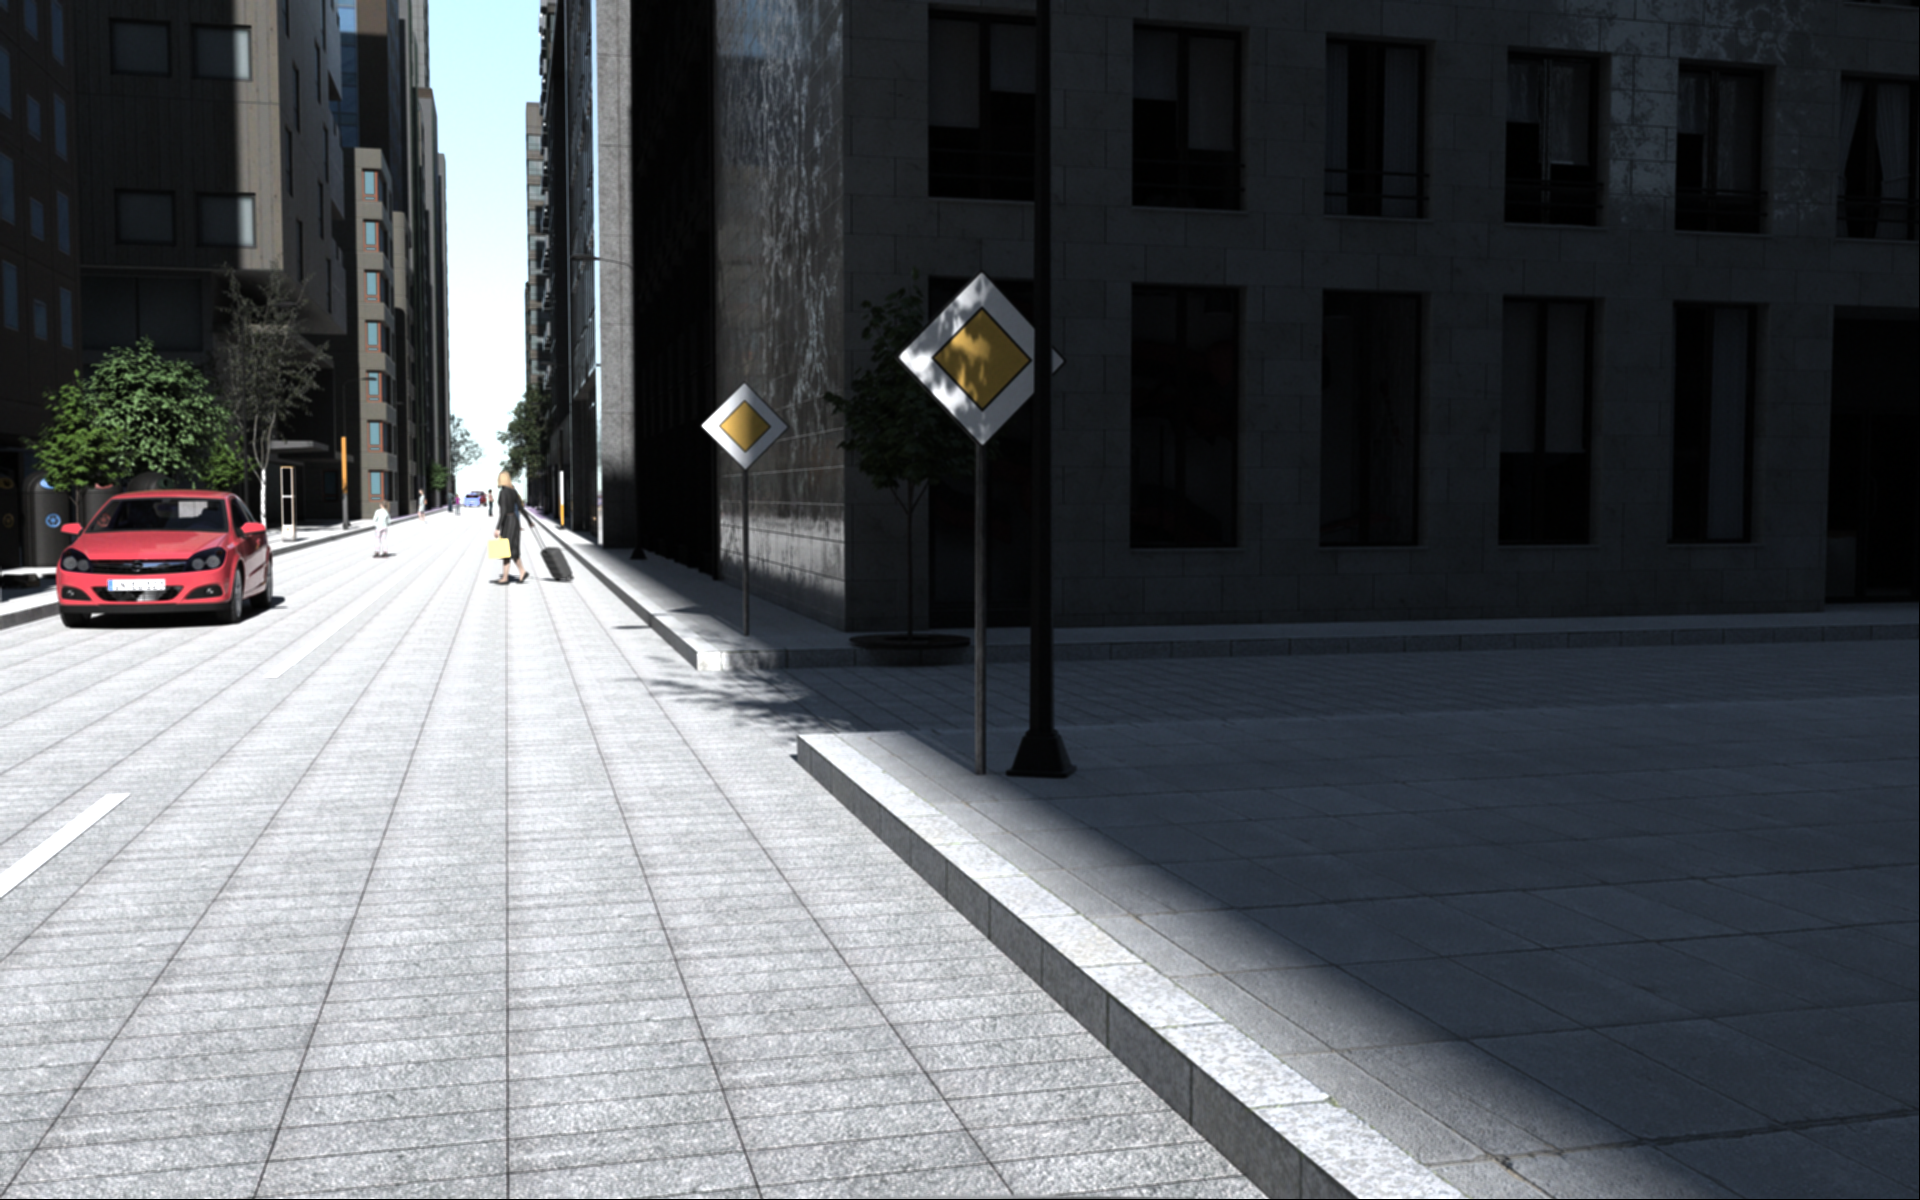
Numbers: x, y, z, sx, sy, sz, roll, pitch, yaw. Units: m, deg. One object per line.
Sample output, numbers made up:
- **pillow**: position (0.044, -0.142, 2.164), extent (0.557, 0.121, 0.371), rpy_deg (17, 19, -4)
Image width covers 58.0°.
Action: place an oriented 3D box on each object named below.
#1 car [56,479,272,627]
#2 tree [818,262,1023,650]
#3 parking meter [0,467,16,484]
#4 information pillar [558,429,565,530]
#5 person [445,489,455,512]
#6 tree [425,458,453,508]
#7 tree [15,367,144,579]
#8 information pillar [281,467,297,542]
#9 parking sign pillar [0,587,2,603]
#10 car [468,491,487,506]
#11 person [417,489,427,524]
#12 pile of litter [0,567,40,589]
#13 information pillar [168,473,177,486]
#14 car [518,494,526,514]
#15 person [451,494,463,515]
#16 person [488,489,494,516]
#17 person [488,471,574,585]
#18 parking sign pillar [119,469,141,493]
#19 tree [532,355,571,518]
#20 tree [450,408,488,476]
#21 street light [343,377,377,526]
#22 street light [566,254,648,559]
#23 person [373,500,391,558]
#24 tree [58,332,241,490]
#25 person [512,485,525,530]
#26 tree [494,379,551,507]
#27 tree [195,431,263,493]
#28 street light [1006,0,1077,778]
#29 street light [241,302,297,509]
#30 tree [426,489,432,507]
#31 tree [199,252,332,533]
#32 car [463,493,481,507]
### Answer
- **car**: position (-9.176, -0.682, 20.187), extent (2.155, 1.783, 4.494), rpy_deg (-1, 4, -15)
- **tree**: position (-0.414, -1.220, 14.542), extent (1.663, 3.219, 1.824), rpy_deg (0, 3, 0)
- **parking meter**: position (-19.562, -1.820, 35.467), extent (0.399, 1.863, 0.255), rpy_deg (0, 4, -6)
- **information pillar**: position (-14.433, -4.359, 62.631), extent (0.183, 3.616, 0.504), rpy_deg (-1, 4, -23)
- **person**: position (-40.911, -7.983, 139.106), extent (1.350, 1.814, 0.705), rpy_deg (2, 4, 32)
- **tree**: position (-48.314, -10.731, 159.171), extent (4.285, 4.588, 4.351), rpy_deg (0, 3, 0)
- **tree**: position (-13.510, -1.952, 26.511), extent (1.663, 3.219, 1.824), rpy_deg (0, 3, 0)
- **information pillar**: position (-18.021, -2.569, 46.493), extent (0.304, 2.012, 0.304), rpy_deg (0, 4, -7)
- **parking sign pillar**: position (-12.016, -1.935, 20.108), extent (1.447, 3.967, 1.447), rpy_deg (0, 4, 4)
- **car**: position (-56.186, -11.807, 201.714), extent (2.281, 1.827, 5.304), rpy_deg (-1, 4, -14)
- **person**: position (-26.249, -4.586, 84.481), extent (0.522, 1.701, 0.512), rpy_deg (-1, 4, -20)
- **pile of litter**: position (-13.406, -0.612, 23.974), extent (1.176, 0.858, 1.719), rpy_deg (-2, 4, -35)
- **information pillar**: position (-25.422, -3.138, 55.793), extent (0.304, 2.012, 0.304), rpy_deg (-1, 4, -8)
- **car**: position (-32.984, -7.170, 127.460), extent (2.015, 1.641, 3.980), rpy_deg (-1, 4, -13)
- **person**: position (-34.191, -6.499, 117.977), extent (0.991, 1.433, 0.599), rpy_deg (-3, 5, -43)
- **person**: position (-30.129, -6.255, 111.474), extent (0.721, 1.736, 1.217), rpy_deg (0, 4, -3)
- **person**: position (-6.893, -1.163, 27.731), extent (1.509, 1.804, 0.699), rpy_deg (-3, 5, -42)
- **parking sign pillar**: position (-25.307, -3.926, 52.661), extent (1.447, 3.967, 1.447), rpy_deg (0, 4, -4)
- **tree**: position (-20.724, -8.652, 91.827), extent (4.360, 8.622, 3.978), rpy_deg (0, 3, 0)
- **tree**: position (-70.368, -20.116, 239.267), extent (12.009, 13.543, 11.850), rpy_deg (0, 3, 0)
- **street light**: position (-23.870, -5.891, 68.860), extent (1.470, 5.913, 1.316), rpy_deg (-1, 4, -15)
- **street light**: position (-6.862, -3.748, 33.820), extent (1.470, 5.913, 1.316), rpy_deg (-1, 4, -15)
- **person**: position (-13.033, -1.601, 38.955), extent (0.394, 1.301, 0.425), rpy_deg (2, 4, 25)
- **tree**: position (-16.452, -3.152, 35.249), extent (4.285, 4.588, 4.351), rpy_deg (0, 3, 0)
- **person**: position (-17.647, -3.660, 68.518), extent (0.721, 1.800, 0.419), rpy_deg (0, 4, 8)
- **tree**: position (-41.548, -15.604, 172.126), extent (9.611, 12.733, 9.660), rpy_deg (0, 3, 0)
- **tree**: position (-20.251, -3.228, 47.382), extent (1.663, 3.219, 1.824), rpy_deg (0, 3, 0)
- **street light**: position (-0.149, -2.148, 7.665), extent (1.470, 5.913, 1.316), rpy_deg (-1, 4, -15)
- **street light**: position (-16.760, -4.248, 41.997), extent (1.470, 5.913, 1.316), rpy_deg (-1, 4, -15)
- **tree**: position (-51.453, -10.512, 166.477), extent (1.663, 3.219, 1.824), rpy_deg (0, 3, 0)
- **tree**: position (-21.485, -6.293, 53.259), extent (4.360, 8.622, 3.978), rpy_deg (0, 3, 0)
- **car**: position (-55.494, -11.458, 196.931), extent (1.945, 1.707, 3.694), rpy_deg (-1, 4, -15)
